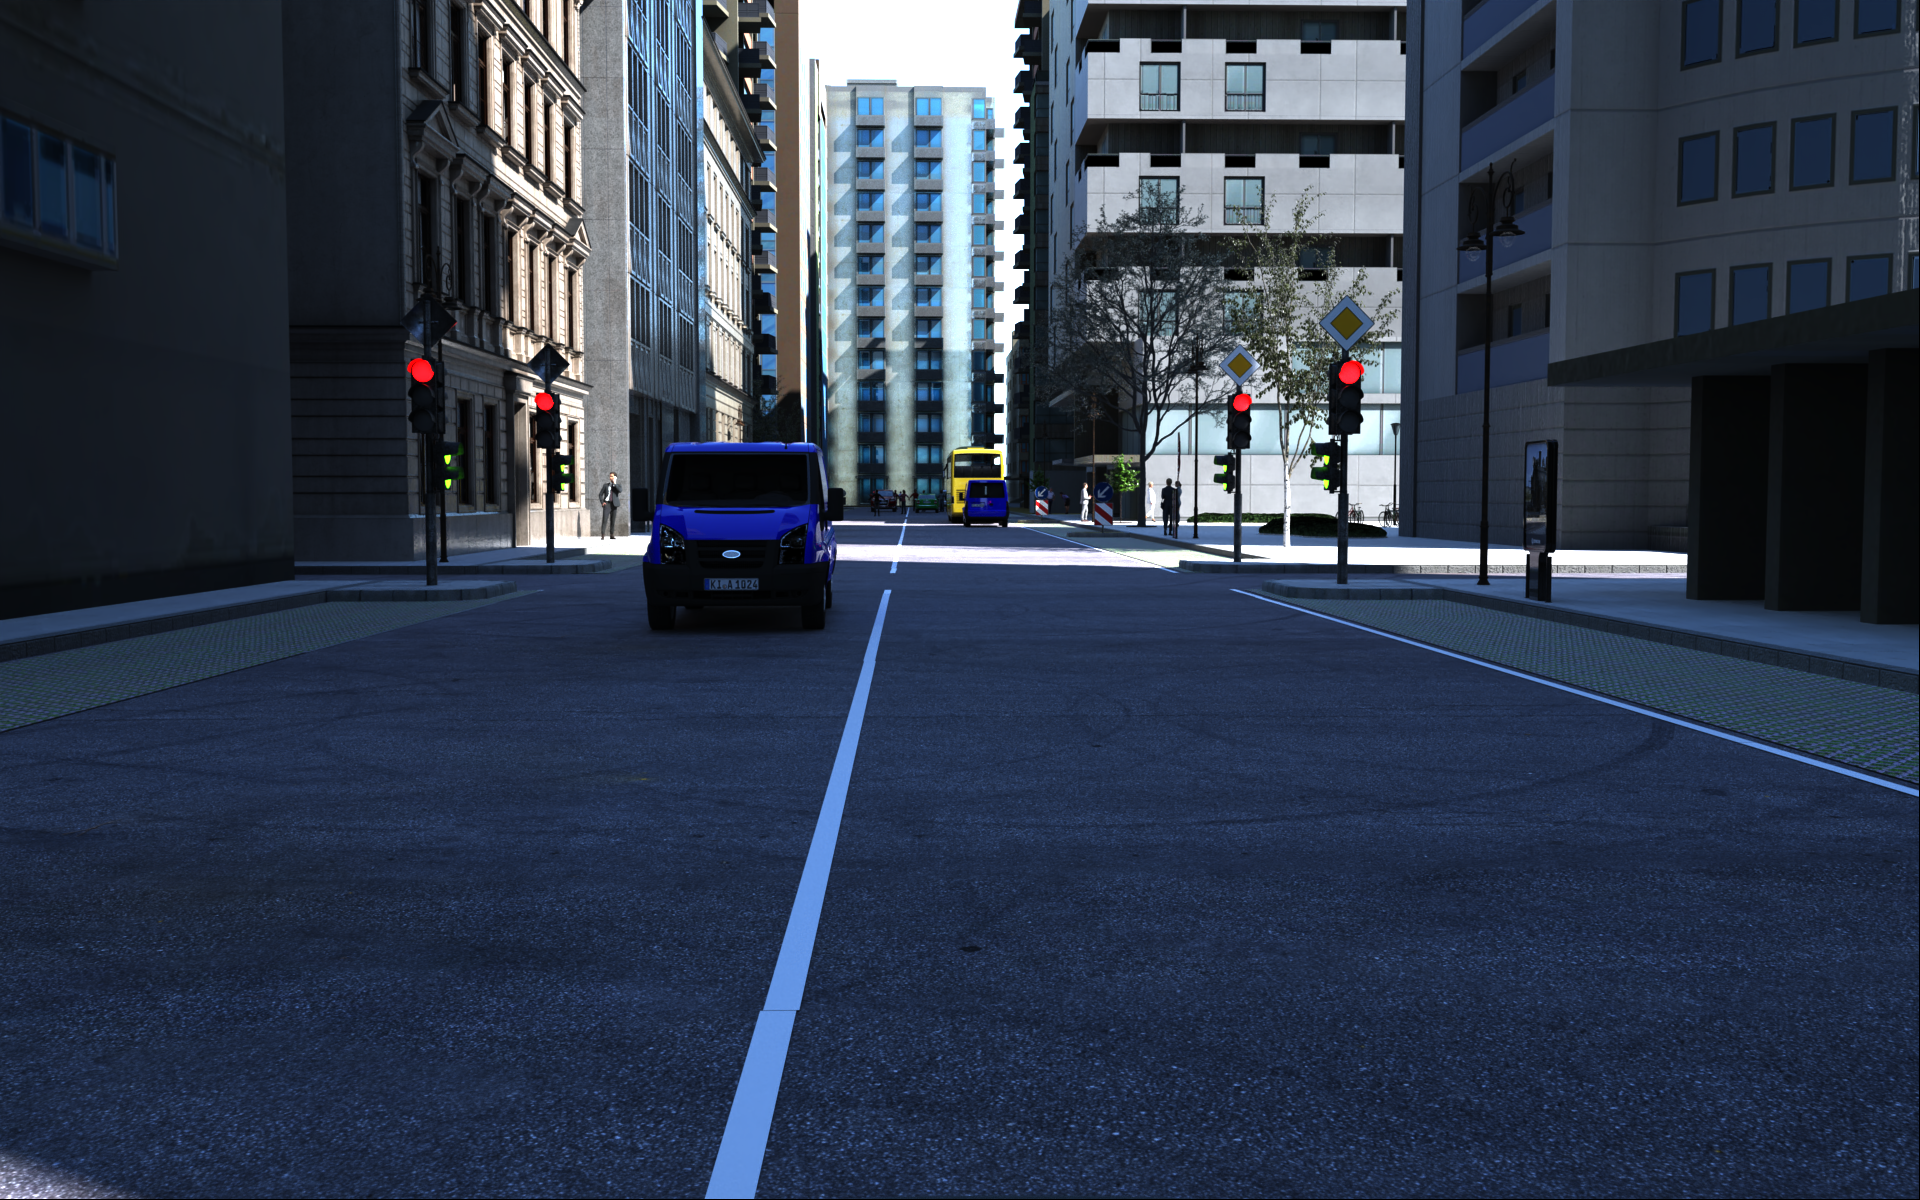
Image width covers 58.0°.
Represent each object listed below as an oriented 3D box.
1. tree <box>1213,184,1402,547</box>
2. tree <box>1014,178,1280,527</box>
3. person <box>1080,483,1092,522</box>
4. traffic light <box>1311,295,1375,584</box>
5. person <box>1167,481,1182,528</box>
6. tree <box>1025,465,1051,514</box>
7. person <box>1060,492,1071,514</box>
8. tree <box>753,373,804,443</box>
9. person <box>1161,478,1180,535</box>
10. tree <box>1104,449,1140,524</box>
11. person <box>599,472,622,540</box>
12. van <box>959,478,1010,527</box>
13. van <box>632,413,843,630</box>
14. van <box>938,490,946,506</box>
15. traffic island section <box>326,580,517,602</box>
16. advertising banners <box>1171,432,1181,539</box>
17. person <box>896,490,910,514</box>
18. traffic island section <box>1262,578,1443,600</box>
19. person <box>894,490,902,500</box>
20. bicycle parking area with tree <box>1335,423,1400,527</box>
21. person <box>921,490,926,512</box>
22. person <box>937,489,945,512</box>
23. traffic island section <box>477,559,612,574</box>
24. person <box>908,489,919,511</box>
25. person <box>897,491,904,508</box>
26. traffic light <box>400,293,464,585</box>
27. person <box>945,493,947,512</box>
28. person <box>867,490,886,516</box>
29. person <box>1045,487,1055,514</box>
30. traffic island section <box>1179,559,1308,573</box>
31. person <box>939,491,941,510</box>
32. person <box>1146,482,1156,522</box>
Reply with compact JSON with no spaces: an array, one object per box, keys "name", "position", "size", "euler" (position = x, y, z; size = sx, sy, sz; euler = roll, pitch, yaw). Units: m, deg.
[{"name":"tree","position":[8.032,-5.566,41.362],"size":[4.360,8.622,3.978],"euler":[0,3,0]},{"name":"tree","position":[7.172,-9.566,66.774],"size":[12.009,13.543,11.850],"euler":[0,3,0]},{"name":"person","position":[5.833,-4.505,79.893],"size":[0.583,1.804,0.606],"euler":[0,4,-7]},{"name":"traffic light","position":[5.442,-2.184,24.626],"size":[0.839,4.253,0.868],"euler":[0,4,-2]},{"name":"person","position":[8.191,-3.668,66.294],"size":[0.573,1.790,0.520],"euler":[1,4,12]},{"name":"tree","position":[5.032,-7.191,112.179],"size":[1.663,3.219,1.824],"euler":[0,3,0]},{"name":"person","position":[6.692,-6.176,110.247],"size":[0.697,1.427,0.421],"euler":[1,4,15]},{"name":"tree","position":[-11.629,-9.463,105.082],"size":[4.360,8.622,3.978],"euler":[0,3,0]},{"name":"person","position":[6.508,-2.890,53.720],"size":[0.576,1.772,0.534],"euler":[0,4,-3]},{"name":"tree","position":[7.008,-4.940,75.377],"size":[1.663,3.219,1.824],"euler":[0,3,0]},{"name":"person","position":[-9.804,-2.645,48.654],"size":[0.648,1.900,0.474],"euler":[-1,4,-23]},{"name":"van","position":[1.112,-4.421,76.670],"size":[2.240,2.365,5.245],"euler":[0,4,-1]},{"name":"van","position":[-2.450,-0.961,20.091],"size":[2.240,2.365,5.245],"euler":[0,4,-3]},{"name":"van","position":[-1.198,-10.007,170.633],"size":[2.013,2.044,4.112],"euler":[0,4,-1]},{"name":"traffic island section","position":[-7.454,-0.129,24.391],"size":[2.009,0.180,2.903],"euler":[0,4,-2]},{"name":"advertising banners","position":[6.219,-3.283,49.857],"size":[0.090,3.025,2.074],"euler":[0,4,2]},{"name":"person","position":[-4.057,-6.979,123.334],"size":[1.217,1.743,0.721],"euler":[2,4,30]},{"name":"traffic island section","position":[5.482,-0.150,24.741],"size":[2.009,0.180,2.903],"euler":[0,4,-2]},{"name":"person","position":[-6.010,-9.369,161.712],"size":[1.348,1.821,0.705],"euler":[-3,5,-41]},{"name":"bicycle parking area with tree","position":[19.801,-4.991,68.605],"size":[9.016,4.147,8.231],"euler":[-3,5,-40]},{"name":"person","position":[-3.004,-8.027,140.259],"size":[0.721,1.766,1.217],"euler":[-3,5,-42]},{"name":"person","position":[-1.481,-8.005,139.460],"size":[1.350,1.814,0.705],"euler":[3,5,41]},{"name":"traffic island section","position":[-7.674,-0.617,32.373],"size":[2.009,0.180,2.903],"euler":[0,4,-2]},{"name":"person","position":[-3.672,-8.229,142.974],"size":[1.348,1.831,0.705],"euler":[-1,4,-23]},{"name":"person","position":[-6.143,-10.452,180.332],"size":[0.756,1.711,0.436],"euler":[3,5,42]},{"name":"traffic light","position":[-7.414,-2.161,24.258],"size":[0.839,4.253,0.868],"euler":[0,4,-2]},{"name":"person","position":[-0.919,-7.880,136.962],"size":[0.705,1.869,1.348],"euler":[2,4,26]},{"name":"person","position":[-5.374,-6.271,111.858],"size":[1.217,1.723,0.721],"euler":[0,4,-8]},{"name":"person","position":[5.741,-6.302,110.017],"size":[0.756,1.711,0.436],"euler":[-1,4,-16]},{"name":"traffic island section","position":[5.263,-0.639,32.723],"size":[2.009,0.180,2.903],"euler":[0,4,-2]},{"name":"person","position":[-1.728,-9.153,158.240],"size":[0.705,1.814,1.350],"euler":[1,4,13]},{"name":"person","position":[8.653,-4.470,79.005],"size":[0.818,1.842,0.514],"euler":[-2,4,-30]}]
